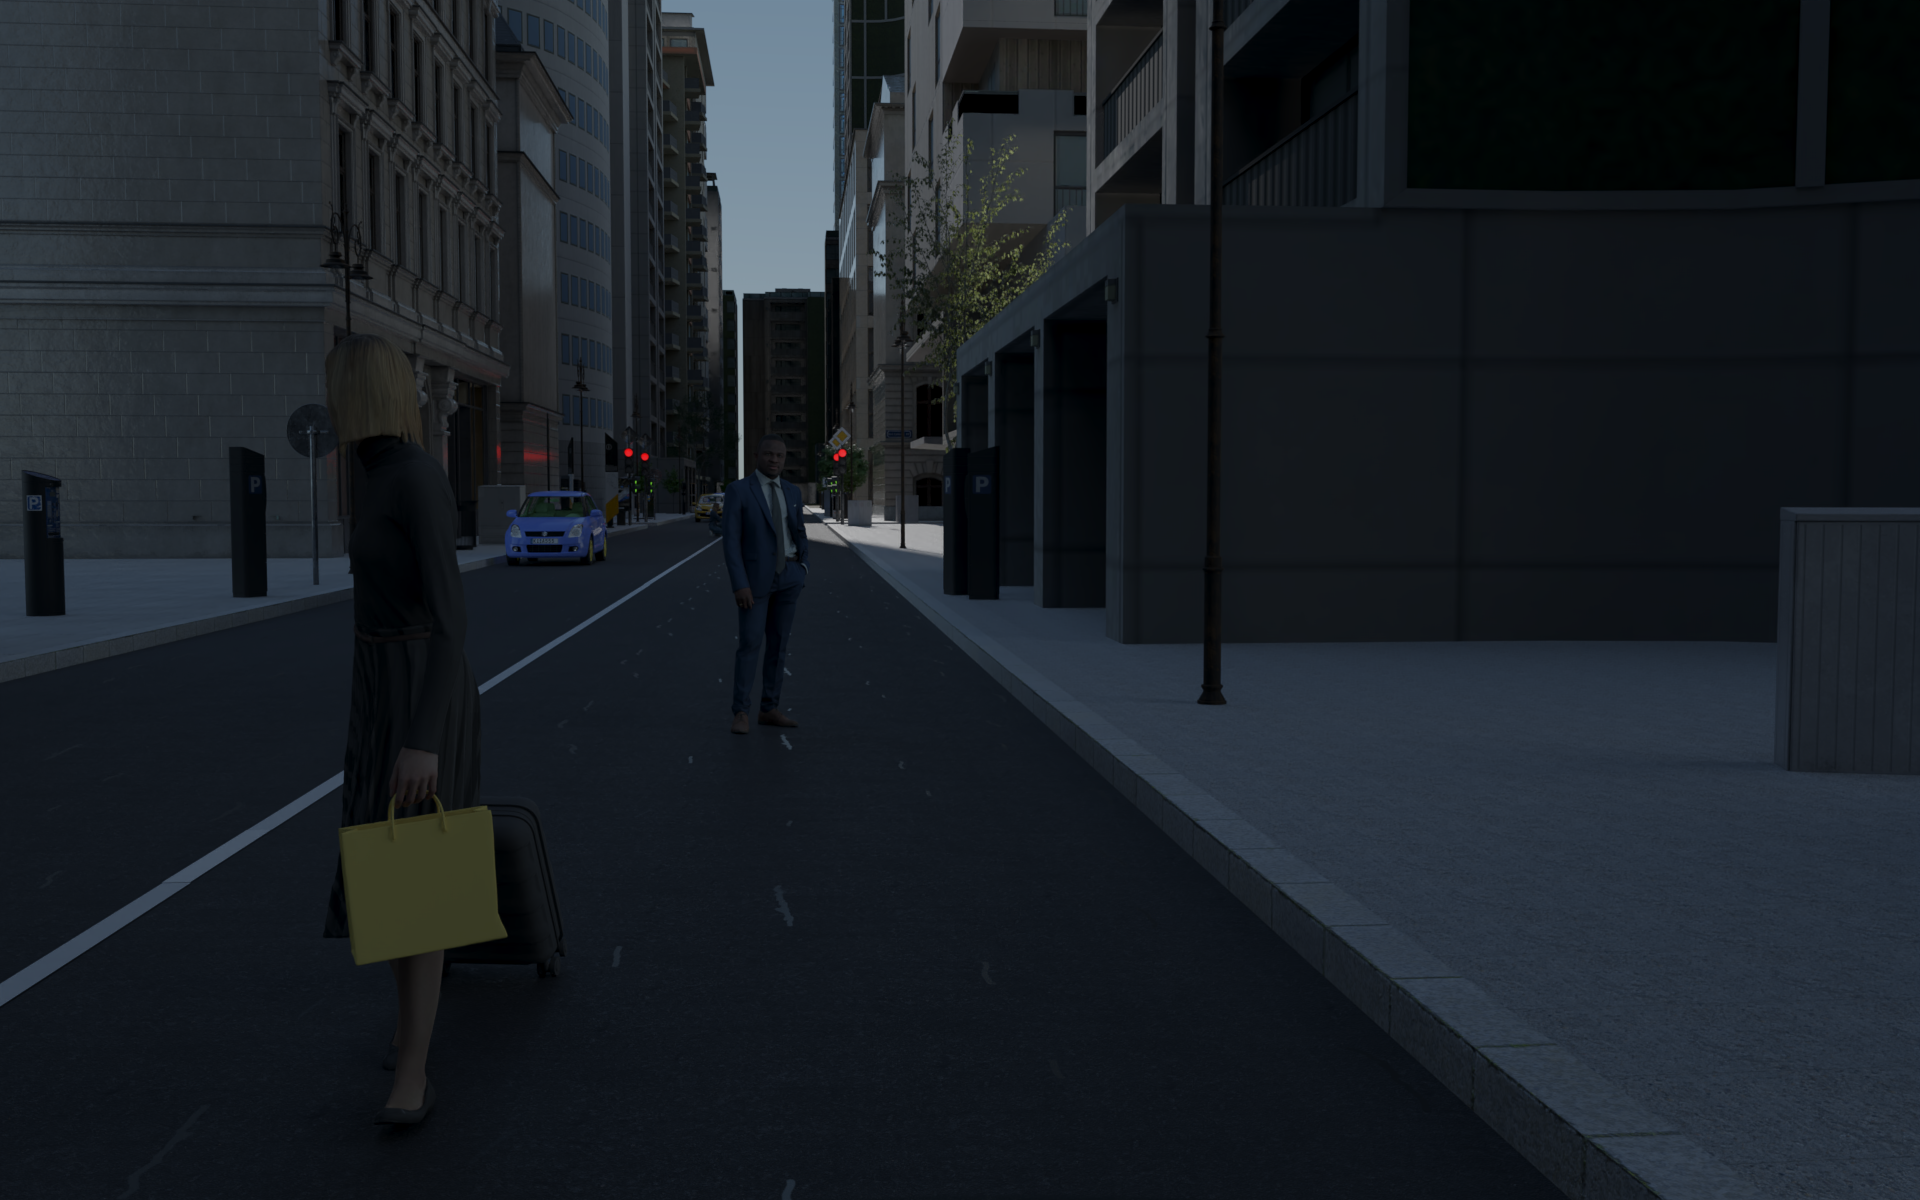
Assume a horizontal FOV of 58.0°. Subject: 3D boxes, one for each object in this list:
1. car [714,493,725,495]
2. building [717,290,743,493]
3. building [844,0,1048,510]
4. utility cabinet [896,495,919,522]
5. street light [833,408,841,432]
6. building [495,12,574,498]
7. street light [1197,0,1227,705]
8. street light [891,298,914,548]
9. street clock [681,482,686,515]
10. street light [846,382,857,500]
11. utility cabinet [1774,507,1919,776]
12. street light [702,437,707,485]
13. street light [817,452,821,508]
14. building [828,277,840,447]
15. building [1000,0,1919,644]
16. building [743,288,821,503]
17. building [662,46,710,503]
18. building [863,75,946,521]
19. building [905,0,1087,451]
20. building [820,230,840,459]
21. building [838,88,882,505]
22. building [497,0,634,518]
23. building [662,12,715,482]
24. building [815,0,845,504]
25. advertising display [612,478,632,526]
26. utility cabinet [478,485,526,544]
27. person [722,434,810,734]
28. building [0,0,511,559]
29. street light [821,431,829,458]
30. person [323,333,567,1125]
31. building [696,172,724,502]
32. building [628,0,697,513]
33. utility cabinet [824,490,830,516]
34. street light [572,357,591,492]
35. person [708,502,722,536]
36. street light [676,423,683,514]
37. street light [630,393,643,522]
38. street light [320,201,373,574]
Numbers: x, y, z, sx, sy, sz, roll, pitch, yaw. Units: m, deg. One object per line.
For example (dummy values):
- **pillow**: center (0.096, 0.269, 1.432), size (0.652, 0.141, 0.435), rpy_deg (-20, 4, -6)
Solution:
- **car**: center (-14.457, -5.852, 105.264), size (1.945, 1.707, 3.694), rpy_deg (0, 4, -6)
- **building**: center (-38.370, -28.899, 244.193), size (14.107, 30.474, 14.160), rpy_deg (0, 4, -6)
- **building**: center (-3.202, -44.970, 173.512), size (20.563, 71.187, 20.611), rpy_deg (0, 4, -6)
- **utility cabinet**: center (-2.440, -4.202, 79.859), size (1.020, 1.237, 0.306), rpy_deg (-1, 4, -20)
- **street light**: center (-6.613, -7.364, 93.191), size (0.468, 5.910, 1.993), rpy_deg (0, 4, -6)
- **building**: center (-24.501, -12.160, 63.442), size (19.286, 19.102, 10.561), rpy_deg (0, 4, -6)
- **street light**: center (1.543, -2.302, 10.432), size (0.468, 5.910, 1.993), rpy_deg (0, 4, -6)
- **street light**: center (-1.350, -4.159, 40.790), size (0.468, 5.910, 1.993), rpy_deg (0, 4, -6)
- **street clock**: center (-17.160, -6.301, 107.588), size (0.358, 2.002, 0.471), rpy_deg (-1, 4, -19)
- **street light**: center (-4.466, -6.024, 71.276), size (0.468, 5.910, 1.993), rpy_deg (0, 4, -6)
- **utility cabinet**: center (4.354, 0.194, 7.994), size (1.020, 1.237, 0.306), rpy_deg (1, 4, 12)
- **street light**: center (-20.821, -10.282, 140.900), size (0.468, 5.910, 1.993), rpy_deg (0, 4, -6)
- **street light**: center (-12.450, -11.093, 154.152), size (0.468, 5.910, 1.993), rpy_deg (0, 4, -6)
- **building**: center (-4.870, -19.415, 147.118), size (12.332, 23.373, 15.834), rpy_deg (0, 4, -6)
- **building**: center (11.100, -35.465, 18.112), size (20.563, 71.187, 20.611), rpy_deg (0, 4, -6)
- **building**: center (-23.845, -29.034, 246.400), size (14.107, 30.474, 14.160), rpy_deg (0, 4, -6)
- **building**: center (-35.744, -31.333, 166.920), size (22.147, 44.769, 28.867), rpy_deg (0, 4, -6)
- **building**: center (12.727, -16.481, 88.553), size (34.723, 24.649, 14.460), rpy_deg (0, 4, -6)
- **building**: center (12.363, -28.664, 57.901), size (28.713, 52.752, 27.495), rpy_deg (0, 4, -6)
- **building**: center (-7.943, -25.688, 191.701), size (14.160, 30.474, 14.107), rpy_deg (0, 4, -6)
- **building**: center (1.599, -19.454, 122.591), size (19.350, 26.468, 34.151), rpy_deg (0, 4, -6)
- **building**: center (-29.371, -33.579, 91.008), size (21.231, 58.520, 28.212), rpy_deg (0, 4, -6)
- **building**: center (-42.333, -37.017, 194.474), size (28.713, 52.752, 27.495), rpy_deg (0, 4, -6)
- **building**: center (-6.593, -55.089, 213.381), size (22.319, 86.520, 31.000), rpy_deg (0, 4, -6)
- **advertising display**: center (-13.803, -3.994, 70.523), size (0.974, 1.923, 0.123), rpy_deg (2, 4, 26)
- **utility cabinet**: center (-11.535, -2.136, 43.608), size (1.173, 1.500, 0.318), rpy_deg (1, 4, 15)
- **person**: center (-1.209, -0.120, 10.650), size (0.419, 1.800, 0.721), rpy_deg (3, 5, 44)
- **building**: center (-17.097, -11.255, 34.933), size (10.553, 20.767, 40.483), rpy_deg (0, 4, -6)
- **street light**: center (-9.510, -9.236, 123.799), size (0.468, 5.910, 1.993), rpy_deg (0, 4, -6)
- **person**: center (-1.306, 0.261, 4.451), size (0.699, 1.804, 1.509), rpy_deg (0, 4, 5)
- **building**: center (-37.309, -32.854, 220.761), size (14.086, 41.232, 14.154), rpy_deg (0, 4, -6)
- **building**: center (-29.659, -41.902, 123.349), size (20.563, 71.187, 20.611), rpy_deg (0, 4, -6)
- **utility cabinet**: center (-7.346, -5.476, 98.203), size (0.318, 1.500, 1.173), rpy_deg (-2, 4, -25)
- **street light**: center (-12.798, -5.249, 58.613), size (0.468, 5.910, 1.993), rpy_deg (0, 4, -6)
- **person**: center (-8.166, -2.734, 58.706), size (0.738, 1.151, 1.012), rpy_deg (0, 4, -7)
- **street light**: center (-17.897, -8.426, 110.545), size (0.468, 5.910, 1.993), rpy_deg (0, 4, -6)
- **street light**: center (-14.839, -6.531, 79.577), size (0.468, 5.910, 1.993), rpy_deg (0, 4, -6)
- **street light**: center (-9.762, -3.359, 27.707), size (0.468, 5.910, 1.993), rpy_deg (0, 4, -6)
